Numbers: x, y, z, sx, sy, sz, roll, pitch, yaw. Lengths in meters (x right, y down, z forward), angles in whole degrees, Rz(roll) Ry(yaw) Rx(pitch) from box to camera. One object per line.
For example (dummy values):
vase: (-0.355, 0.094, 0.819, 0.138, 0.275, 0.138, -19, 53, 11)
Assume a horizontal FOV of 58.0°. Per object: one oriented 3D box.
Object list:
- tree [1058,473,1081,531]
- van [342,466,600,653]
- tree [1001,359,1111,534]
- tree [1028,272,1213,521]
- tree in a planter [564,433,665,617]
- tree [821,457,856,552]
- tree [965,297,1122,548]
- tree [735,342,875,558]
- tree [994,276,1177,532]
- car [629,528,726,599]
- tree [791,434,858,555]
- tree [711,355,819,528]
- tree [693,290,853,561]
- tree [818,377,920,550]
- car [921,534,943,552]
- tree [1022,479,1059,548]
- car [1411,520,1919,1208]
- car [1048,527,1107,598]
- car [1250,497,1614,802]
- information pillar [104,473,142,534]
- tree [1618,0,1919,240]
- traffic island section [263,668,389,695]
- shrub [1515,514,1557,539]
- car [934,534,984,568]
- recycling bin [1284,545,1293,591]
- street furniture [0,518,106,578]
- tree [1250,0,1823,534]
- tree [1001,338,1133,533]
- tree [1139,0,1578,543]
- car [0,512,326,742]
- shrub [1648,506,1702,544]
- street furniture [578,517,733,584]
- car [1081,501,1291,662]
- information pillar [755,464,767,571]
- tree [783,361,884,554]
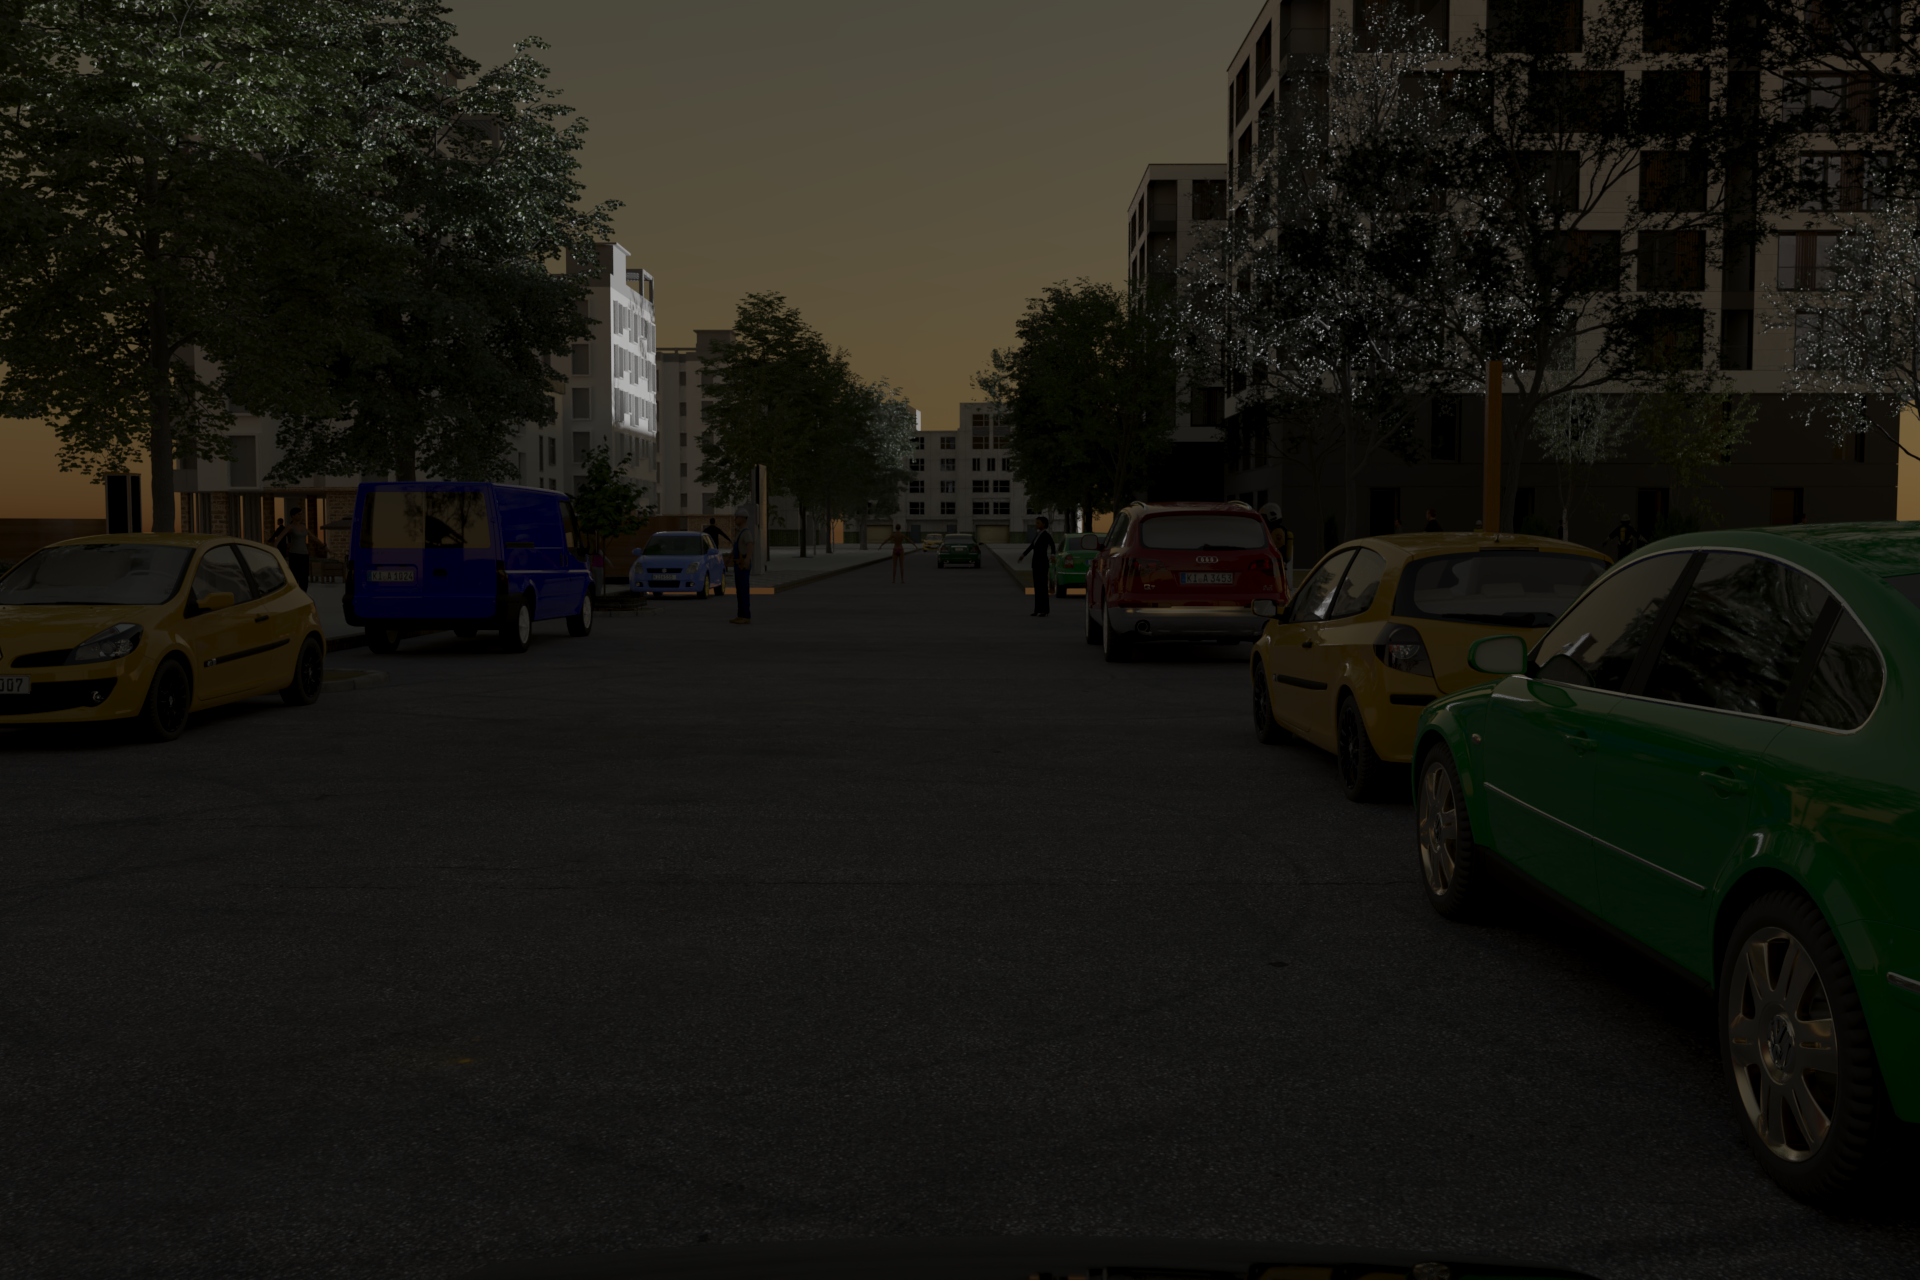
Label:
tree: (7.146, -10.040, 114.511, 4.360, 8.622, 3.978, 0, 3, 0)
van: (-6.151, -1.109, 22.511, 2.240, 2.365, 5.245, 0, 4, 1)
tree: (6.265, -11.591, 107.644, 7.486, 12.596, 7.792, 0, 3, 0)
tree: (6.307, -8.716, 68.255, 9.928, 11.665, 9.643, 0, 3, 0)
tree in a planter: (-6.357, -2.058, 30.865, 1.991, 3.239, 1.994, 0, 4, 1)
tree: (-8.892, -10.418, 120.689, 4.737, 8.622, 4.395, 0, 3, 0)
tree: (6.743, -17.383, 140.106, 12.611, 20.169, 13.585, 0, 3, 0)
tree: (-8.512, -10.292, 94.029, 9.928, 11.665, 9.643, 0, 3, 0)
tree: (6.408, -10.950, 85.685, 9.857, 13.997, 8.962, 0, 3, 0)
car: (-6.358, -1.807, 39.128, 1.945, 1.707, 3.694, 0, 4, 1)
tree: (-9.042, -9.453, 104.919, 4.360, 8.622, 3.978, 0, 3, 0)
tree: (-8.305, -7.434, 71.903, 4.737, 8.622, 4.395, 0, 3, 0)
tree: (-8.748, -9.973, 81.186, 7.486, 12.596, 7.792, 0, 3, 0)
tree: (-7.897, -14.255, 139.720, 9.857, 13.997, 8.962, 0, 3, 0)
car: (-2.049, -7.824, 138.142, 2.015, 1.641, 3.980, 0, 4, 1)
tree: (6.696, -10.911, 128.758, 4.737, 8.622, 4.395, 0, 3, 0)
car: (2.649, 0.228, 5.064, 1.959, 1.807, 4.718, 0, 3, 0)
car: (3.007, -1.917, 40.144, 1.959, 1.807, 4.718, 0, 4, -1)
car: (2.900, -0.028, 10.680, 2.015, 1.641, 3.980, 0, 4, -1)
information pillar: (-10.042, -0.999, 20.833, 0.304, 2.012, 0.304, 0, 3, 0)
tree: (8.571, -4.793, 12.771, 7.601, 10.594, 8.767, -3, 5, -41)
traffic island section: (-6.548, 0.397, 16.369, 1.991, 0.108, 1.994, 0, 4, 1)
shrub: (19.490, -3.337, 58.984, 1.690, 2.028, 1.600, 0, 3, 0)
car: (-0.037, -3.778, 73.569, 2.131, 1.459, 4.920, 0, 3, 0)
recycling bin: (7.176, -1.649, 39.520, 0.722, 1.027, 0.722, 0, 4, 1)
street furniture: (-28.164, -2.566, 48.809, 11.010, 1.723, 9.812, 3, 5, 45)
tree: (9.000, -5.736, 28.188, 8.767, 10.594, 7.601, 0, 4, -2)
tree: (5.968, -10.967, 97.440, 7.486, 12.596, 7.792, 0, 3, 0)
tree: (9.125, -7.907, 39.658, 12.009, 13.543, 11.850, 0, 3, 0)
car: (-6.274, -0.178, 13.133, 2.015, 1.641, 3.980, 0, 3, 0)
shrub: (18.233, -2.423, 44.043, 1.690, 2.028, 1.600, 0, 3, 0)
street furniture: (-9.140, -2.494, 47.639, 9.812, 1.723, 11.010, -1, 4, -15)
car: (2.636, -0.748, 20.903, 2.281, 1.827, 5.304, 0, 4, 0)
information pillar: (-6.801, -4.149, 59.145, 0.184, 3.620, 1.656, 0, 4, 1)
tree: (-8.627, -11.924, 113.082, 7.486, 12.596, 7.792, 0, 3, 0)
